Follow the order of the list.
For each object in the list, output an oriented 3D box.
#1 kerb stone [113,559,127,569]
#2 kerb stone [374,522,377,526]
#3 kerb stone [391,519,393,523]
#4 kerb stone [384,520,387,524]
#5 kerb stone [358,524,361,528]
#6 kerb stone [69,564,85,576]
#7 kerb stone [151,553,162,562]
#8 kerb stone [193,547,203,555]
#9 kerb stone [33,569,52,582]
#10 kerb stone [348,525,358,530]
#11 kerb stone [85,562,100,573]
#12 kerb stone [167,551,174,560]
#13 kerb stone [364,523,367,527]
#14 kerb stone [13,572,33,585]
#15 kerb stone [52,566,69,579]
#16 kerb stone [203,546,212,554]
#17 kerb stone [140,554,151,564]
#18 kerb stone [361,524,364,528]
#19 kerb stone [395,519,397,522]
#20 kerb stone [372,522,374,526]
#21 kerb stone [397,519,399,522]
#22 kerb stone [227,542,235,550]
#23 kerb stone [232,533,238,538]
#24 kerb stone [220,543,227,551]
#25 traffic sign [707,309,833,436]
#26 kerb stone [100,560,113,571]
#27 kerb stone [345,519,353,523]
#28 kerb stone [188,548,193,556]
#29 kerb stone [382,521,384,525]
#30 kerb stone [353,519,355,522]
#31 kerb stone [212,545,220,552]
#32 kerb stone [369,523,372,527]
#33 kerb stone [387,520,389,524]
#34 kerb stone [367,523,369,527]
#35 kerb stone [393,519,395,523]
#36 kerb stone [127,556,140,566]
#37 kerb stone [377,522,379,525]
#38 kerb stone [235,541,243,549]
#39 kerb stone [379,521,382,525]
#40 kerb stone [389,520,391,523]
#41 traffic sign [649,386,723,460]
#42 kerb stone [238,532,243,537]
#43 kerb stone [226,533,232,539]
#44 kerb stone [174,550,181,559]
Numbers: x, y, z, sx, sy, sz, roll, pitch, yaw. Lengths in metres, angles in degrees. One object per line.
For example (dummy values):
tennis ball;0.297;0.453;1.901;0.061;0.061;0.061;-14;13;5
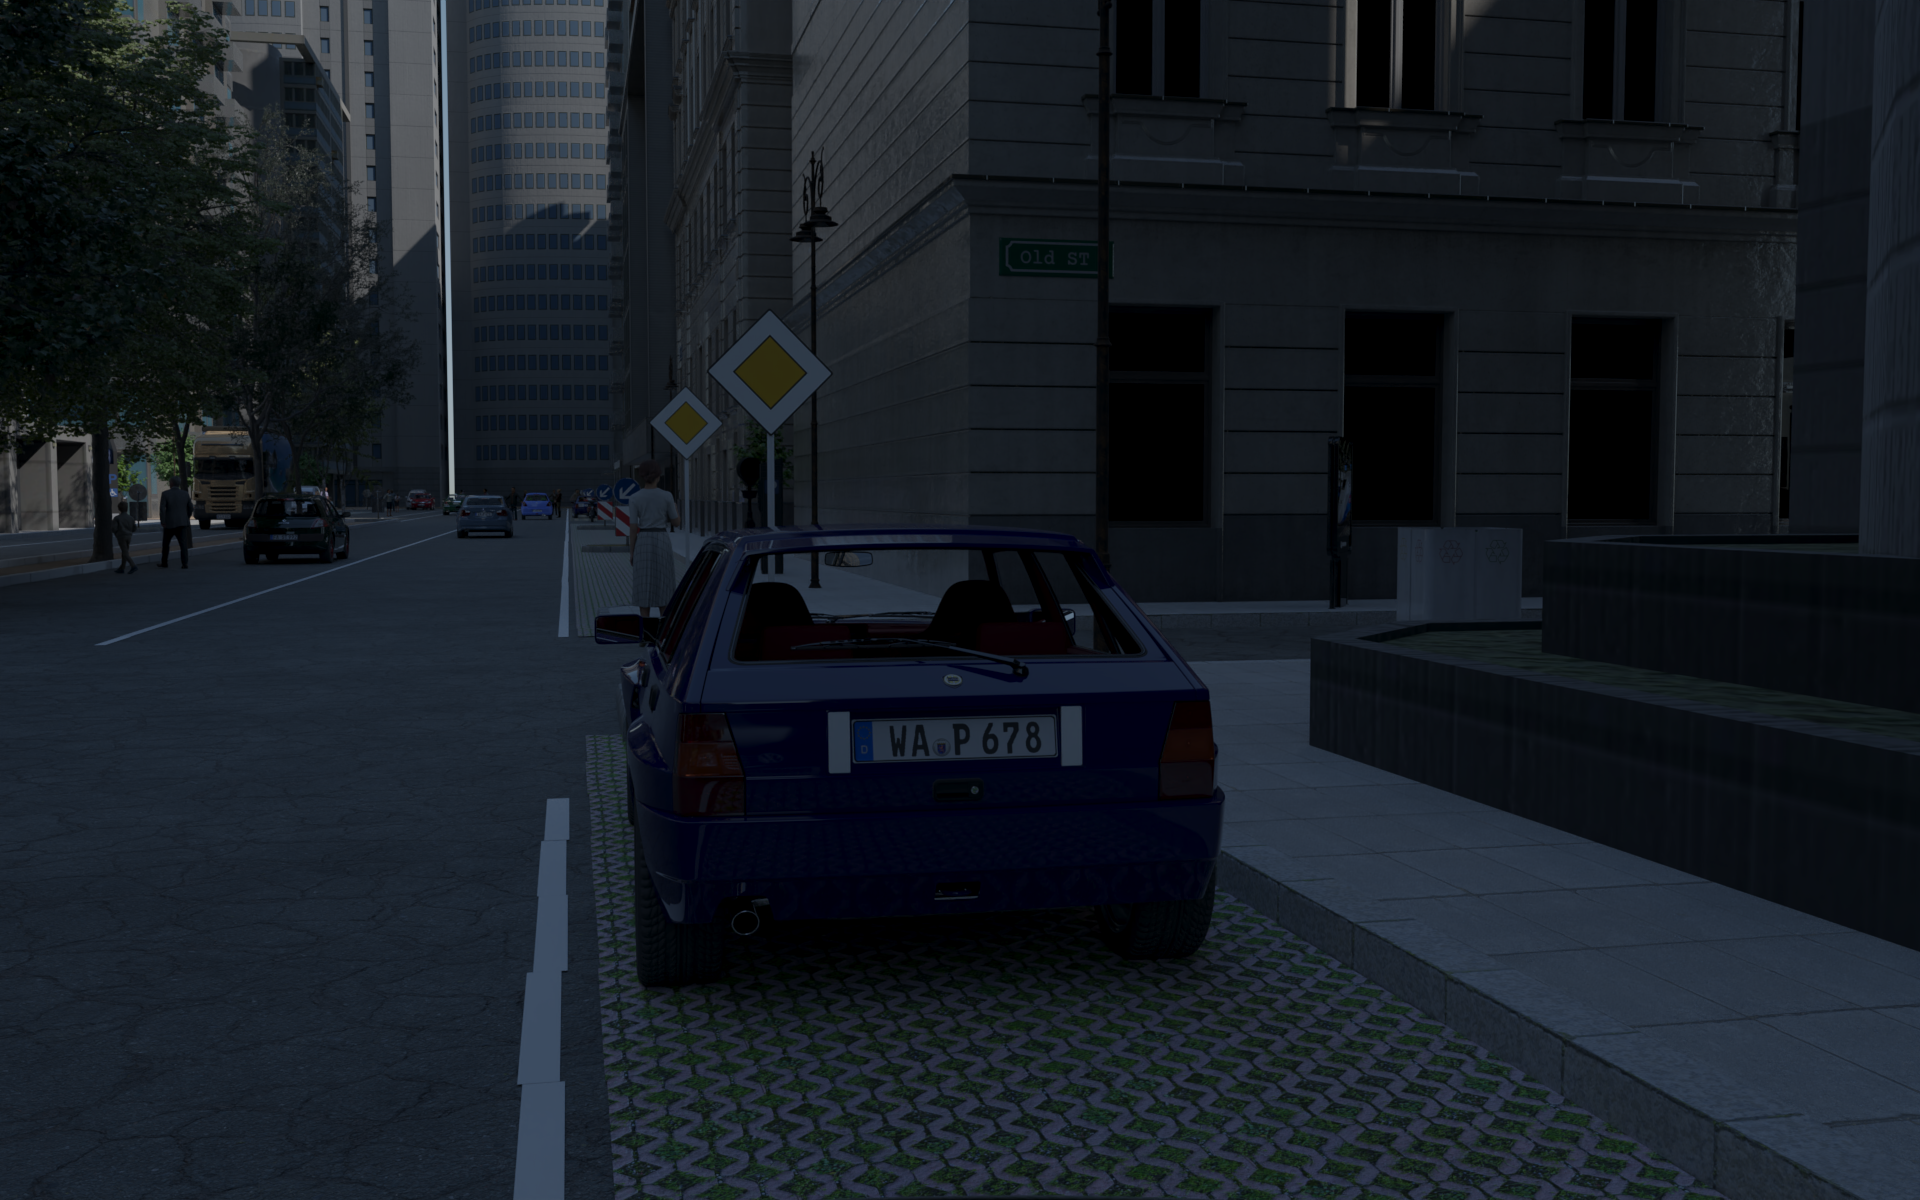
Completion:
kerb stone;-16.426;-0.701;33.659;0.120;0.150;1.000;-1;4;-13
kerb stone;-26.372;-3.386;77.656;0.120;0.150;1.000;-1;4;-13
kerb stone;-27.963;-3.821;84.669;0.120;0.150;1.000;-1;4;-13
kerb stone;-27.274;-3.635;81.657;0.120;0.150;1.000;-1;4;-13
kerb stone;-25.007;-3.024;71.643;0.120;0.150;1.000;-1;4;-13
kerb stone;-15.749;-0.518;30.665;0.120;0.150;1.000;-1;4;-13
kerb stone;-17.104;-0.885;36.673;0.120;0.150;1.000;-1;4;-13
kerb stone;-18.003;-1.130;40.663;0.120;0.150;1.000;-1;4;-13
kerb stone;-15.294;-0.392;28.672;0.120;0.150;1.000;-1;4;-13
kerb stone;-24.794;-2.963;70.644;0.120;0.150;1.000;-1;4;-13
kerb stone;-15.970;-0.579;31.663;0.120;0.150;1.000;-1;4;-13
kerb stone;-17.330;-0.946;37.670;0.120;0.150;1.000;-1;4;-13
kerb stone;-25.462;-3.147;73.647;0.120;0.150;1.000;-1;4;-13
kerb stone;-15.073;-0.335;27.671;0.120;0.150;1.000;-1;4;-13
kerb stone;-15.520;-0.453;29.669;0.120;0.150;1.000;-1;4;-13
kerb stone;-18.225;-1.190;41.661;0.120;0.150;1.000;-1;4;-13
kerb stone;-16.891;-0.824;35.664;0.120;0.150;1.000;-1;4;-13
kerb stone;-25.245;-3.086;72.647;0.120;0.150;1.000;-1;4;-13
kerb stone;-28.404;-3.943;86.665;0.120;0.150;1.000;-1;4;-13
kerb stone;-26.147;-3.328;76.658;0.120;0.150;1.000;-1;4;-13
kerb stone;-28.632;-4.004;87.662;0.120;0.150;1.000;-1;4;-13
kerb stone;-18.920;-1.374;44.655;0.120;0.150;1.000;-1;4;-13
kerb stone;-23.681;-2.080;56.223;0.120;0.150;1.000;-1;4;-13
kerb stone;-18.693;-1.303;43.659;0.120;0.150;1.000;-1;4;-13
traffic sign;-1.176;-0.537;10.970;0.795;2.593;0.064;-1;4;-13
kerb stone;-16.207;-0.638;32.660;0.120;0.150;1.000;-1;4;-13
kerb stone;-30.458;-3.915;86.210;0.120;0.150;1.000;-1;4;-13
kerb stone;-17.785;-1.068;39.664;0.120;0.150;1.000;-1;4;-13
kerb stone;-27.050;-3.573;80.654;0.120;0.150;1.000;-1;4;-13
kerb stone;-30.681;-3.976;87.207;0.120;0.150;1.000;-1;4;-13
kerb stone;-18.456;-1.252;42.663;0.120;0.150;1.000;-1;4;-13
kerb stone;-25.913;-3.270;75.663;0.120;0.150;1.000;-1;4;-13
kerb stone;-27.507;-3.696;82.661;0.120;0.150;1.000;-1;4;-13
kerb stone;-25.696;-3.209;74.656;0.120;0.150;1.000;-1;4;-13
kerb stone;-28.180;-3.876;85.668;0.120;0.150;1.000;-1;4;-13
kerb stone;-16.658;-0.761;34.666;0.120;0.150;1.000;-1;4;-13
kerb stone;-26.602;-3.453;78.659;0.120;0.150;1.000;-1;4;-13
kerb stone;-19.134;-1.435;45.656;0.120;0.150;1.000;-1;4;-13
kerb stone;-26.824;-3.513;79.657;0.120;0.150;1.000;-1;4;-13
kerb stone;-27.730;-3.756;83.665;0.120;0.150;1.000;-1;4;-13
traffic sign;-2.936;-1.013;18.760;0.795;2.593;0.064;-1;4;-13
kerb stone;-23.904;-2.143;57.226;0.120;0.150;1.000;-1;4;-13
kerb stone;-23.456;-2.018;55.226;0.120;0.150;1.000;-1;4;-13
kerb stone;-17.558;-1.007;38.667;0.120;0.150;1.000;-1;4;-13
